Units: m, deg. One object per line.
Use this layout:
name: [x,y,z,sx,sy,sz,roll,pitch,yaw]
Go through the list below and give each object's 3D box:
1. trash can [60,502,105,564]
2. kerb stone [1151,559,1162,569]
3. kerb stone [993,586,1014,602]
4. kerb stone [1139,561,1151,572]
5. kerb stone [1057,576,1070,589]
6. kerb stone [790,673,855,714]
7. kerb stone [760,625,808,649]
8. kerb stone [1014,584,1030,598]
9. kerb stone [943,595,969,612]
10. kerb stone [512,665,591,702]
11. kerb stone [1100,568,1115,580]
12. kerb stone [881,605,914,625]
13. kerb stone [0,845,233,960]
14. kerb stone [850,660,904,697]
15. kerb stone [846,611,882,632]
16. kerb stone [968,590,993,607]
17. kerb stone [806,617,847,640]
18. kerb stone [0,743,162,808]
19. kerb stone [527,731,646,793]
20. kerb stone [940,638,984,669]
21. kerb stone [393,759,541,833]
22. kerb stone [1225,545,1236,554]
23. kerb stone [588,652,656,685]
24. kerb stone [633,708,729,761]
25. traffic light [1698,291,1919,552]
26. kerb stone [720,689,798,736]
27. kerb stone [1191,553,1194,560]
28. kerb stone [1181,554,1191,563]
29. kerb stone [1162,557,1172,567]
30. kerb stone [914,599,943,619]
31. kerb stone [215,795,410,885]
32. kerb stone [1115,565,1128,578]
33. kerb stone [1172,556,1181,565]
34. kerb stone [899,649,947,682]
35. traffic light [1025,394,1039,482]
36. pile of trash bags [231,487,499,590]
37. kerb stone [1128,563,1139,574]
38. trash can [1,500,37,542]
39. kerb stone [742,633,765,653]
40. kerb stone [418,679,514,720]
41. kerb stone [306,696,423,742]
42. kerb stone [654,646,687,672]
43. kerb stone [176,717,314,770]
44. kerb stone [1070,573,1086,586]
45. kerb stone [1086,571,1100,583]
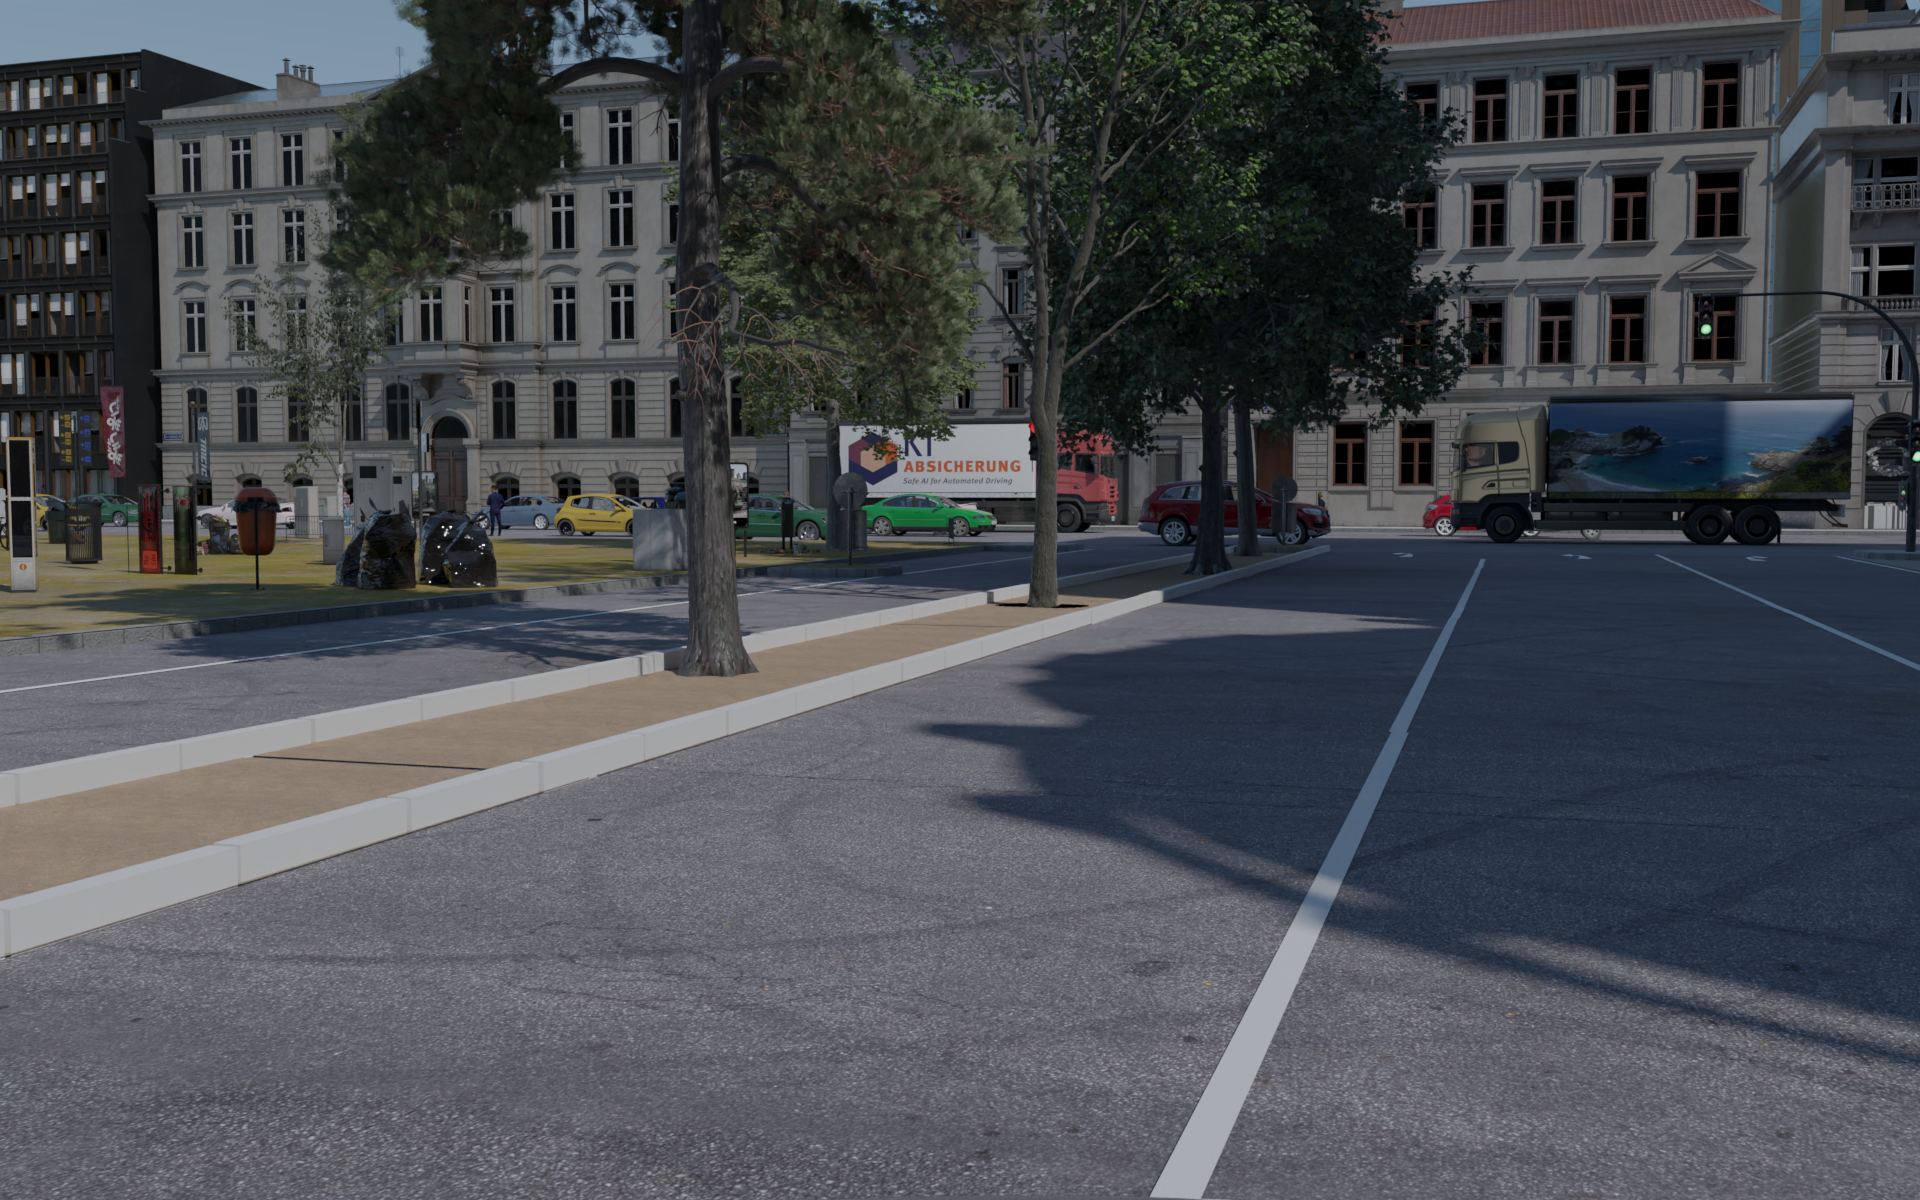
trash can: [-16.091,-1.232,31.794,0.748,1.137,0.748,0,3,0]
kerb stone: [3.632,-0.657,32.932,0.120,0.150,1.000,1,4,18]
kerb stone: [0.494,-0.059,23.161,0.120,0.150,1.000,1,4,18]
kerb stone: [3.318,-0.597,31.956,0.120,0.150,1.000,1,4,18]
kerb stone: [1.434,-0.237,26.094,0.120,0.150,1.000,1,4,18]
kerb stone: [-0.966,0.640,11.725,0.120,0.150,1.000,1,4,18]
kerb stone: [-1.706,0.361,16.295,0.120,0.150,1.000,1,4,18]
kerb stone: [0.811,-0.119,24.136,0.120,0.150,1.000,1,4,18]
kerb stone: [-0.132,0.064,21.209,0.120,0.150,1.000,1,4,18]
kerb stone: [-2.956,0.604,12.357,0.120,0.150,1.000,1,4,18]
kerb stone: [2.382,-0.415,29.027,0.120,0.150,1.000,1,4,18]
kerb stone: [-0.760,0.181,19.236,0.120,0.150,1.000,1,4,18]
kerb stone: [-2.843,1.003,5.855,0.120,0.150,1.000,1,4,18]
kerb stone: [-0.657,0.583,12.706,0.120,0.150,1.000,1,4,18]
kerb stone: [-1.081,0.243,18.261,0.120,0.150,1.000,1,4,18]
kerb stone: [0.184,0.001,22.184,0.120,0.150,1.000,1,4,18]
kerb stone: [-1.389,0.304,17.283,0.120,0.150,1.000,1,4,18]
kerb stone: [-4.220,0.841,8.444,0.120,0.150,1.000,1,4,18]
kerb stone: [-1.900,0.820,8.795,0.120,0.150,1.000,1,4,18]
kerb stone: [-0.022,0.462,14.655,0.120,0.150,1.000,1,4,18]
kerb stone: [-2.222,0.880,7.811,0.120,0.150,1.000,1,4,18]
kerb stone: [6.461,-1.190,41.766,0.120,0.150,1.000,1,4,18]
kerb stone: [-2.654,0.544,13.348,0.120,0.150,1.000,1,4,18]
kerb stone: [-1.592,0.760,9.773,0.120,0.150,1.000,1,4,18]
traffic light: [19.031,-3.922,38.795,4.771,5.953,1.251,1,4,18]
kerb stone: [-1.273,0.700,10.747,0.120,0.150,1.000,1,4,18]
kerb stone: [4.884,-0.896,36.850,0.120,0.150,1.000,1,4,18]
kerb stone: [4.578,-0.831,35.869,0.120,0.150,1.000,1,4,18]
kerb stone: [3.943,-0.717,33.919,0.120,0.150,1.000,1,4,18]
kerb stone: [-0.440,0.121,20.224,0.120,0.150,1.000,1,4,18]
kerb stone: [-2.539,0.941,6.836,0.120,0.150,1.000,1,4,18]
kerb stone: [2.693,-0.478,30.003,0.120,0.150,1.000,1,4,18]
kerb stone: [4.258,-0.777,34.894,0.120,0.150,1.000,1,4,18]
kerb stone: [-0.335,0.523,13.679,0.120,0.150,1.000,1,4,18]
traffic light: [2.034,-3.390,44.353,0.839,4.253,0.868,1,4,18]
pile of trash bags: [-8.199,-0.867,23.930,3.447,1.369,1.912,-1,4,-21]
kerb stone: [3.003,-0.537,30.981,0.120,0.150,1.000,1,4,18]
trash can: [-22.494,-1.822,41.440,0.748,1.137,0.748,0,3,0]
kerb stone: [-2.005,0.426,15.304,0.120,0.150,1.000,1,4,18]
kerb stone: [-3.280,0.663,11.384,0.120,0.150,1.000,1,4,18]
kerb stone: [-3.595,0.725,10.409,0.120,0.150,1.000,1,4,18]
kerb stone: [-2.339,0.481,14.327,0.120,0.150,1.000,1,4,18]
kerb stone: [-3.913,0.786,9.422,0.120,0.150,1.000,1,4,18]
kerb stone: [1.751,-0.298,27.073,0.120,0.150,1.000,1,4,18]
kerb stone: [2.061,-0.358,28.050,0.120,0.150,1.000,1,4,18]
